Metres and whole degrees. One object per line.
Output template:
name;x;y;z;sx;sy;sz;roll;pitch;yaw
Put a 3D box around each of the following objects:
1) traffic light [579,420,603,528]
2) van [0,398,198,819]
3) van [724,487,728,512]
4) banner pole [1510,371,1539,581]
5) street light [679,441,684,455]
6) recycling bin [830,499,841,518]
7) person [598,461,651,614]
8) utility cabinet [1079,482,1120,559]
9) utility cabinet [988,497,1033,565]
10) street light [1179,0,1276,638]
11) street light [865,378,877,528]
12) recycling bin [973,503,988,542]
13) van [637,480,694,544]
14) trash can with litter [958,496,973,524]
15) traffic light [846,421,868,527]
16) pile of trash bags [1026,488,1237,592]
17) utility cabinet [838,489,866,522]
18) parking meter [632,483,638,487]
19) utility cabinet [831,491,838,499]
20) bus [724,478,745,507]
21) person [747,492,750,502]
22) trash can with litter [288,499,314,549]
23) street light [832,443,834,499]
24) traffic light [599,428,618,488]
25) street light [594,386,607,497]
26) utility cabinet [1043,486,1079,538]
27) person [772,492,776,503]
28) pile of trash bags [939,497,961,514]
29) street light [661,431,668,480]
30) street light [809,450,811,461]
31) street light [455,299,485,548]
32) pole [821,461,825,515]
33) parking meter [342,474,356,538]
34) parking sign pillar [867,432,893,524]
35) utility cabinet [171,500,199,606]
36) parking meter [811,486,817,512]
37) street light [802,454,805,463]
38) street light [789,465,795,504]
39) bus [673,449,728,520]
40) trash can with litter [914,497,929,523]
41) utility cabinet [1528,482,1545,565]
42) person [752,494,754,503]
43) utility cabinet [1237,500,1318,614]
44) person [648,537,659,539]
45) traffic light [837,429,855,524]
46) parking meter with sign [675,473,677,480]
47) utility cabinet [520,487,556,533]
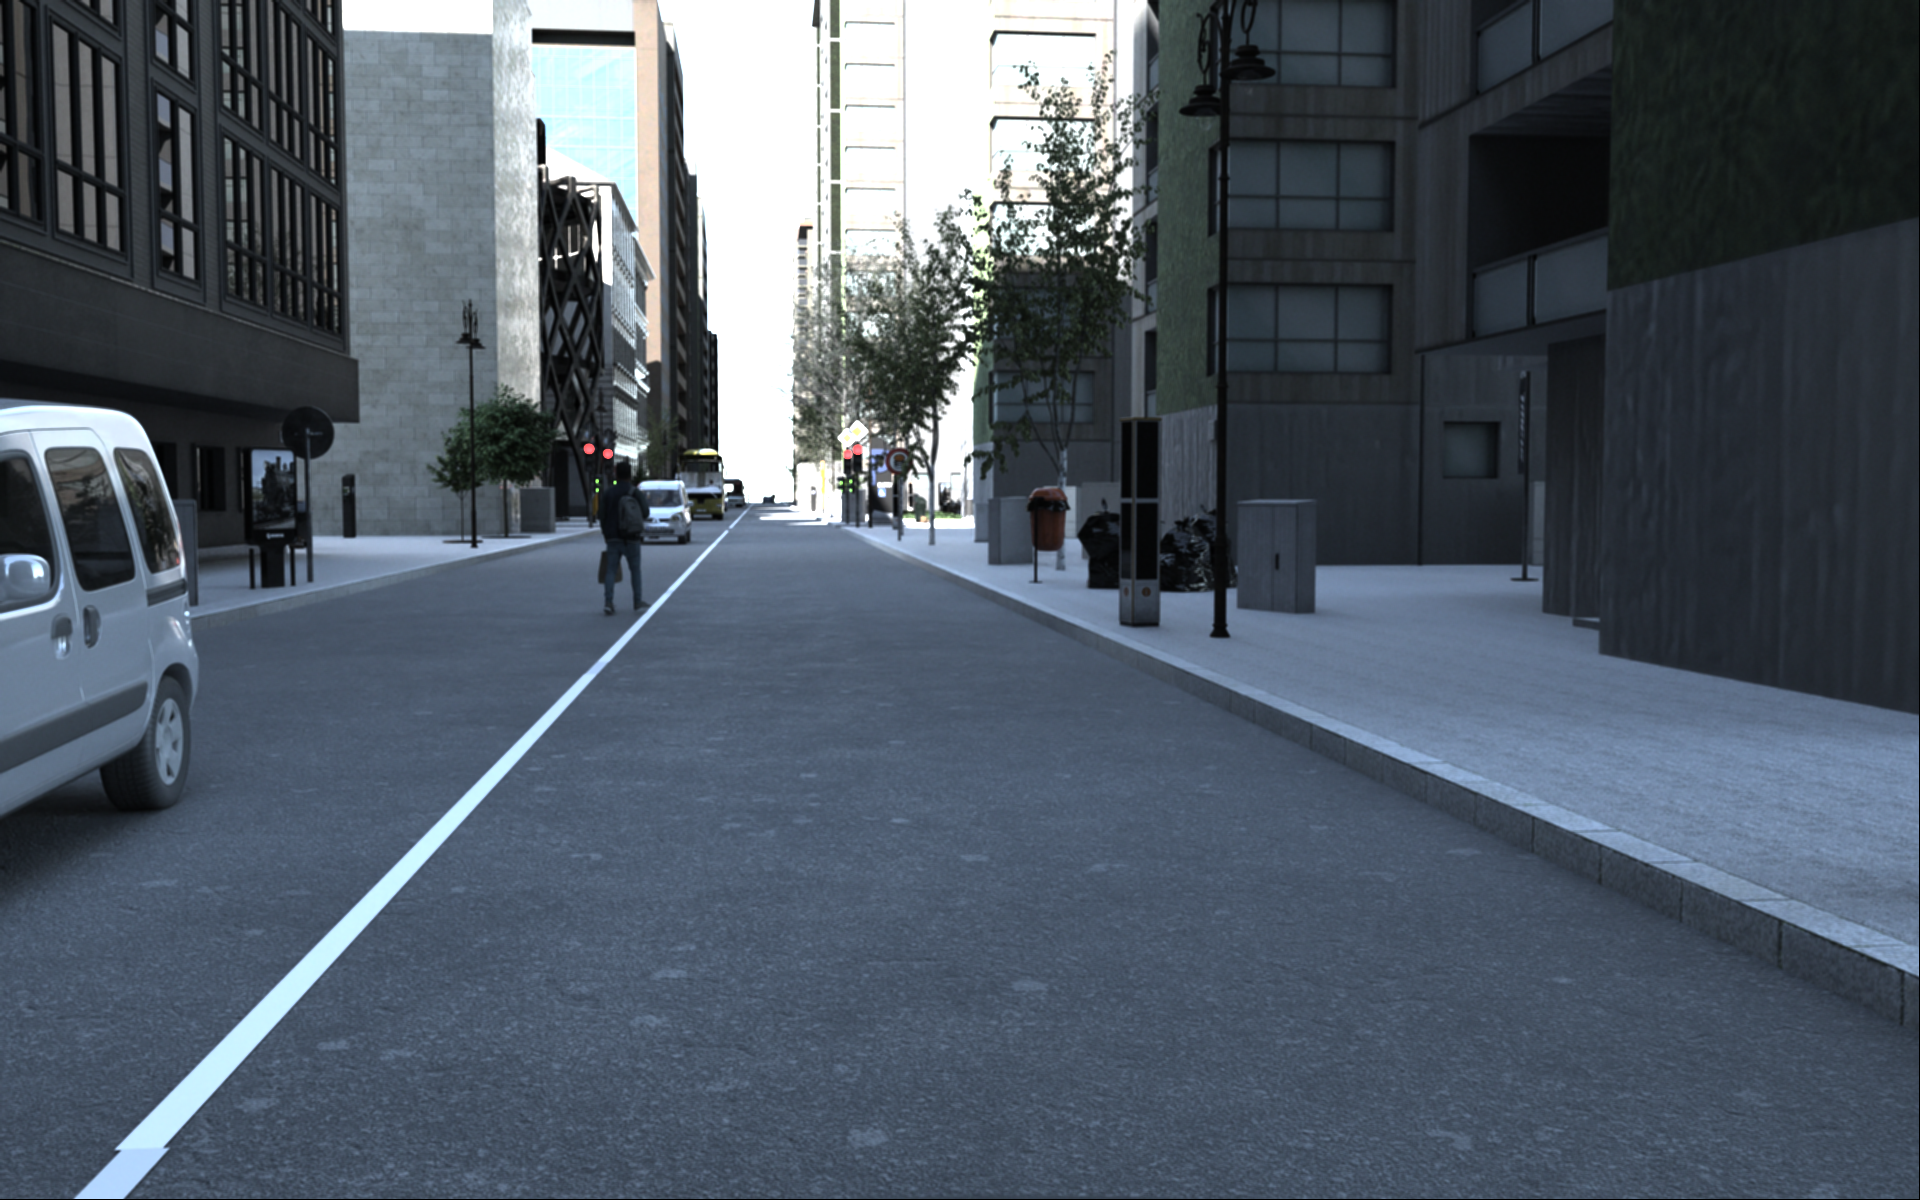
traffic light;-13.954;-4.681;65.452;0.839;4.253;0.868;0;4;-6
van;-4.228;0.034;6.449;2.013;2.044;4.112;0;4;-8
van;-20.315;-8.516;143.625;2.240;2.365;5.245;0;4;-6
banner pole;8.405;-2.189;25.813;0.401;3.779;0.863;0;4;7
street light;-24.018;-10.817;149.642;0.468;5.910;1.993;0;4;-6
recycling bin;-6.536;-4.919;92.980;0.722;1.027;0.722;-2;4;-27
person;-4.060;-0.746;20.687;0.794;1.824;0.713;1;4;22
utility cabinet;2.891;-1.507;33.319;0.318;1.500;1.173;-3;5;-44
utility cabinet;0.933;-1.262;31.795;0.306;1.237;1.020;3;5;40
street light;2.334;-2.605;15.374;0.468;5.910;1.993;0;4;-6
street light;-3.406;-5.687;65.775;0.468;5.910;1.993;0;4;-6
recycling bin;0.725;-2.072;46.435;0.722;1.027;0.722;0;4;-2
van;-8.770;-2.668;50.638;2.013;2.044;4.112;0;4;-6
trash can with litter;0.877;-3.952;75.676;2.233;1.210;1.678;-1;4;-12
traffic light;-3.959;-4.751;66.605;0.839;4.253;0.868;0;4;-6
pile of trash bags;2.278;-0.887;24.250;3.447;1.369;1.912;3;5;43
utility cabinet;-4.809;-4.242;78.034;1.173;1.500;0.318;2;4;31
parking meter;-16.893;-5.159;90.066;0.255;1.863;0.399;-1;4;-22
utility cabinet;-8.913;-7.307;128.150;1.173;1.500;0.318;-1;4;-13
bus;-25.401;-12.057;191.986;2.948;3.499;13.247;-1;4;-8
person;-36.702;-17.811;300.373;0.621;1.740;0.551;2;4;27
trash can with litter;-15.672;-1.818;41.117;0.624;1.170;1.055;-1;4;-20
street light;-7.247;-7.716;98.939;0.468;5.910;1.993;0;4;-6
traffic light;-14.860;-5.166;73.386;0.839;4.253;0.868;0;4;-6
street light;-15.333;-6.198;74.132;0.468;5.910;1.993;0;4;-6
utility cabinet;2.983;-2.549;50.349;1.173;1.500;0.318;3;4;39
person;-28.427;-15.641;264.776;0.990;1.755;0.434;3;4;36
pile of trash bags;0.277;-5.765;104.006;3.447;1.369;1.912;3;5;39
street light;-21.131;-9.262;124.218;0.468;5.910;1.993;0;4;-6
street light;-12.873;-10.772;148.907;0.468;5.910;1.993;0;4;-6
street light;-11.620;-4.187;41.253;0.468;5.910;1.993;0;4;-6
pole;-8.489;-6.941;107.328;0.158;3.312;0.155;0;3;0
parking meter;-17.934;-2.760;50.829;0.255;1.863;0.399;0;4;2
parking sign pillar;-3.291;-5.268;74.611;1.447;3.967;1.447;2;4;24
utility cabinet;-9.265;-0.526;19.769;1.020;1.237;0.306;-1;4;-22
parking meter;-10.193;-7.038;120.774;0.399;1.863;0.255;0;4;-3
street light;-15.817;-12.369;175.018;0.468;5.910;1.993;0;4;-6
street light;-21.548;-15.420;224.900;0.468;5.910;1.993;0;4;-6
bus;-14.680;-6.540;98.471;2.896;3.916;12.252;0;4;-8
trash can with litter;-1.625;-4.001;76.806;0.624;1.170;1.055;-1;4;-23
utility cabinet;10.807;-1.365;31.001;1.173;1.500;0.318;0;4;2
person;-34.269;-16.799;286.429;0.557;1.426;1.065;-2;4;-28
utility cabinet;3.466;-0.482;19.035;0.306;1.237;1.020;-2;4;-29
person;-9.817;-2.615;55.541;0.394;1.301;0.425;0;4;7
traffic light;-4.865;-5.237;74.538;0.839;4.253;0.868;0;4;-6
parking meter with sign;-23.463;-9.052;144.258;0.543;3.016;1.738;-1;4;-11
utility cabinet;-13.891;-2.951;56.935;1.173;1.500;0.318;1;4;21
